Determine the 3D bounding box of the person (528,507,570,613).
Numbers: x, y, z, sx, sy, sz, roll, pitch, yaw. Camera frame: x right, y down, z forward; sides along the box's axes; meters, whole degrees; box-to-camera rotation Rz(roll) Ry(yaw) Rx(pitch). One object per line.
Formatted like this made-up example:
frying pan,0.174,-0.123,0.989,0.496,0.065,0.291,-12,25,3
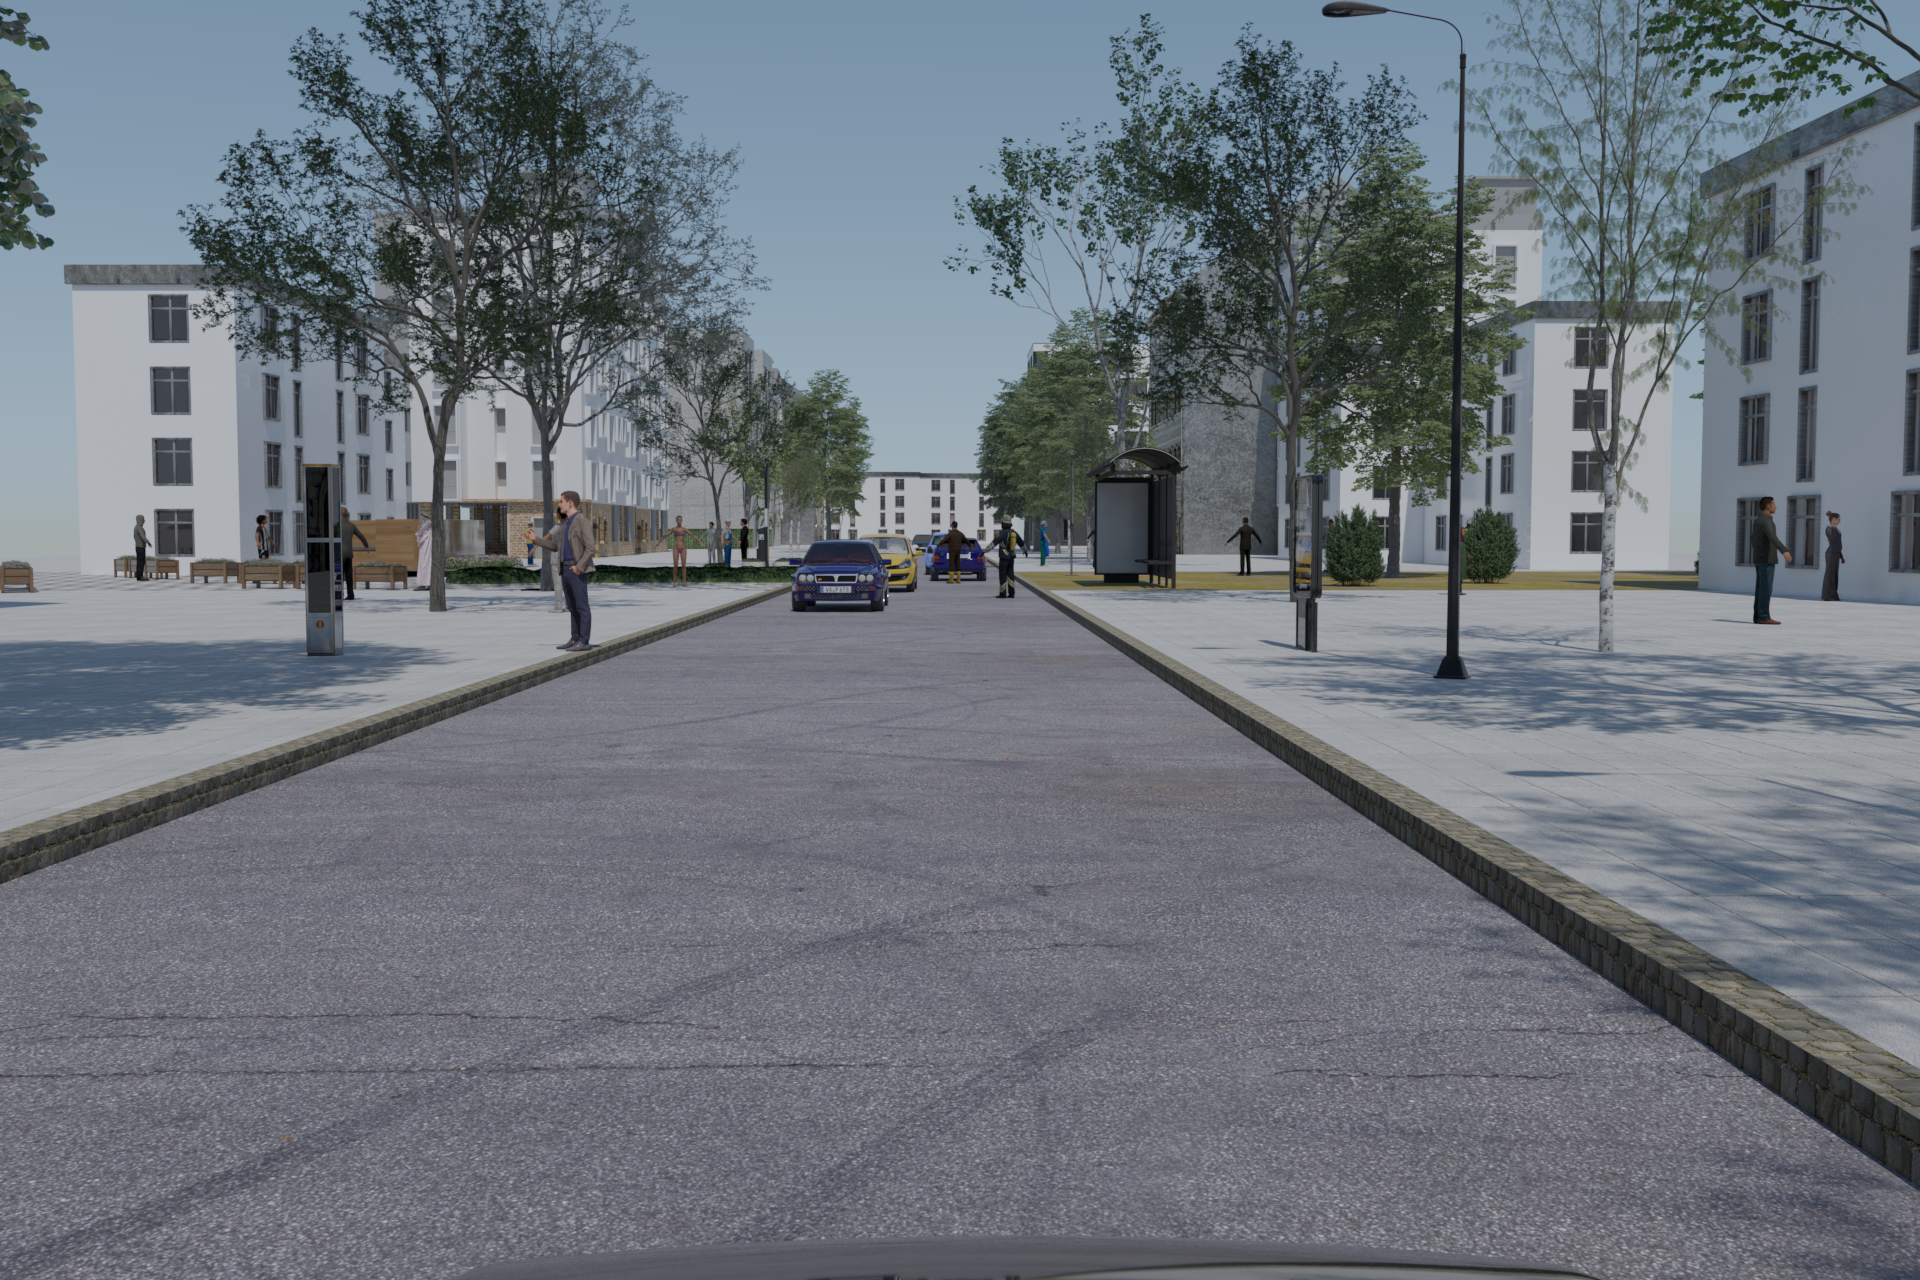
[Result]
person,-6.555,-1.316,28.288,0.721,1.739,1.217,2,4,34

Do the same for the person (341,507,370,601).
person,-11.919,-1.666,33.423,0.705,1.807,1.348,2,4,34

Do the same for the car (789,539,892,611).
car,-2.272,-1.270,33.340,1.945,1.354,3.894,0,4,-1

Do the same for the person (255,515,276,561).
person,-19.546,-2.600,48.654,0.704,1.843,1.345,0,4,-3

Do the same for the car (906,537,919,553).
car,-2.619,-3.301,66.333,2.083,1.381,4.827,0,4,0

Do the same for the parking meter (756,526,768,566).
parking meter,-6.385,-2.903,55.880,0.372,1.533,0.369,0,3,0

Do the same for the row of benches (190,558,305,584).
row of benches,-18.110,-1.800,44.896,4.104,0.672,1.422,1,4,13

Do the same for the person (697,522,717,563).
person,-10.595,-4.131,73.730,1.347,1.806,0.705,2,4,28

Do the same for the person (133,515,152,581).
person,-22.375,-2.522,47.362,0.705,1.813,1.348,-3,4,-38

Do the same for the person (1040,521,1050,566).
person,3.350,-3.829,68.734,0.704,1.817,1.347,-1,4,-9

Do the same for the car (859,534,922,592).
car,-1.956,-2.064,43.964,2.015,1.641,3.980,0,3,0

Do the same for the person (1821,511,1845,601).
person,16.660,-1.595,32.925,0.445,1.727,0.742,1,4,12

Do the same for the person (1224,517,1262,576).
person,8.730,-2.867,53.094,1.346,1.802,0.704,-2,4,-24

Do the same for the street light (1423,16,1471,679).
street light,4.933,-2.614,15.273,1.470,5.913,1.316,0,4,-1

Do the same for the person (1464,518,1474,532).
person,18.068,-3.400,61.366,0.705,1.858,1.354,-3,5,-41

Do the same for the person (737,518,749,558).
person,-7.274,-3.176,58.106,0.705,1.806,1.347,0,4,0

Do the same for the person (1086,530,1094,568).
person,5.122,-3.493,63.827,1.216,1.740,0.721,-2,4,-34

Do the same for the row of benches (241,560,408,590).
row of benches,-14.933,-1.529,40.465,4.104,0.672,1.422,1,4,13

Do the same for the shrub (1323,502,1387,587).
shrub,9.702,-2.354,42.528,1.661,2.075,1.752,0,3,0

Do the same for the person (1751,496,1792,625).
person,11.488,-1.136,24.640,0.705,1.821,1.348,0,4,8

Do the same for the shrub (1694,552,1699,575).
shrub,21.511,-2.353,49.585,1.383,1.207,1.383,0,3,0

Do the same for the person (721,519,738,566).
person,-8.411,-3.492,62.950,0.705,1.847,1.347,1,4,18

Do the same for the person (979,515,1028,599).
person,1.025,-1.858,38.613,1.354,1.856,0.705,-3,4,-37

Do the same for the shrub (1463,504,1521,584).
shrub,13.644,-2.500,44.919,1.661,2.075,1.752,0,3,0

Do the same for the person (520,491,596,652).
person,-4.408,-0.761,19.019,0.750,1.759,0.617,-2,4,-24

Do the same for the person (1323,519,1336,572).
person,12.630,-3.234,59.155,0.705,1.796,1.348,3,5,44

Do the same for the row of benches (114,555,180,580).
row of benches,-23.704,-2.135,50.364,1.422,0.672,4.104,-3,5,-41

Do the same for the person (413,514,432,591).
person,-12.078,-1.982,39.118,0.621,1.740,0.551,-2,4,-25

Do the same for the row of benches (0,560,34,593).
row of benches,-21.498,-1.466,39.430,1.422,0.672,4.104,-2,4,-29

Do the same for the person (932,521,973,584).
person,-0.172,-2.539,50.107,1.346,1.812,0.704,-2,4,-31

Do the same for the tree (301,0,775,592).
tree,-9.239,-7.844,38.623,12.009,13.543,11.850,0,3,0

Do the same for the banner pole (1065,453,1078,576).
banner pole,3.444,-3.860,53.123,0.401,3.779,0.863,0,4,-1

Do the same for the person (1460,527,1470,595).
person,10.551,-1.659,36.336,0.599,1.438,0.989,2,4,29

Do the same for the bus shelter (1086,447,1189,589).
bus shelter,4.306,-3.000,42.976,2.014,3.302,5.546,0,4,0

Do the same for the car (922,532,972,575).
car,-0.402,-3.198,61.886,1.945,1.707,3.694,0,4,-1

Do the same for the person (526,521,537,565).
person,-17.678,-4.003,71.422,0.705,1.833,1.349,-2,4,-32

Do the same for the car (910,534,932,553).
car,-2.534,-6.732,119.850,2.009,1.686,4.222,0,3,0

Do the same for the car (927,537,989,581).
car,-0.061,-2.528,53.915,1.945,1.354,3.894,0,4,-1

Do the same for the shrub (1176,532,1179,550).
shrub,6.217,-3.152,55.955,1.690,2.028,1.600,0,3,0

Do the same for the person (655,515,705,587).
person,-6.785,-2.151,41.975,1.217,1.733,0.721,-1,4,-18
